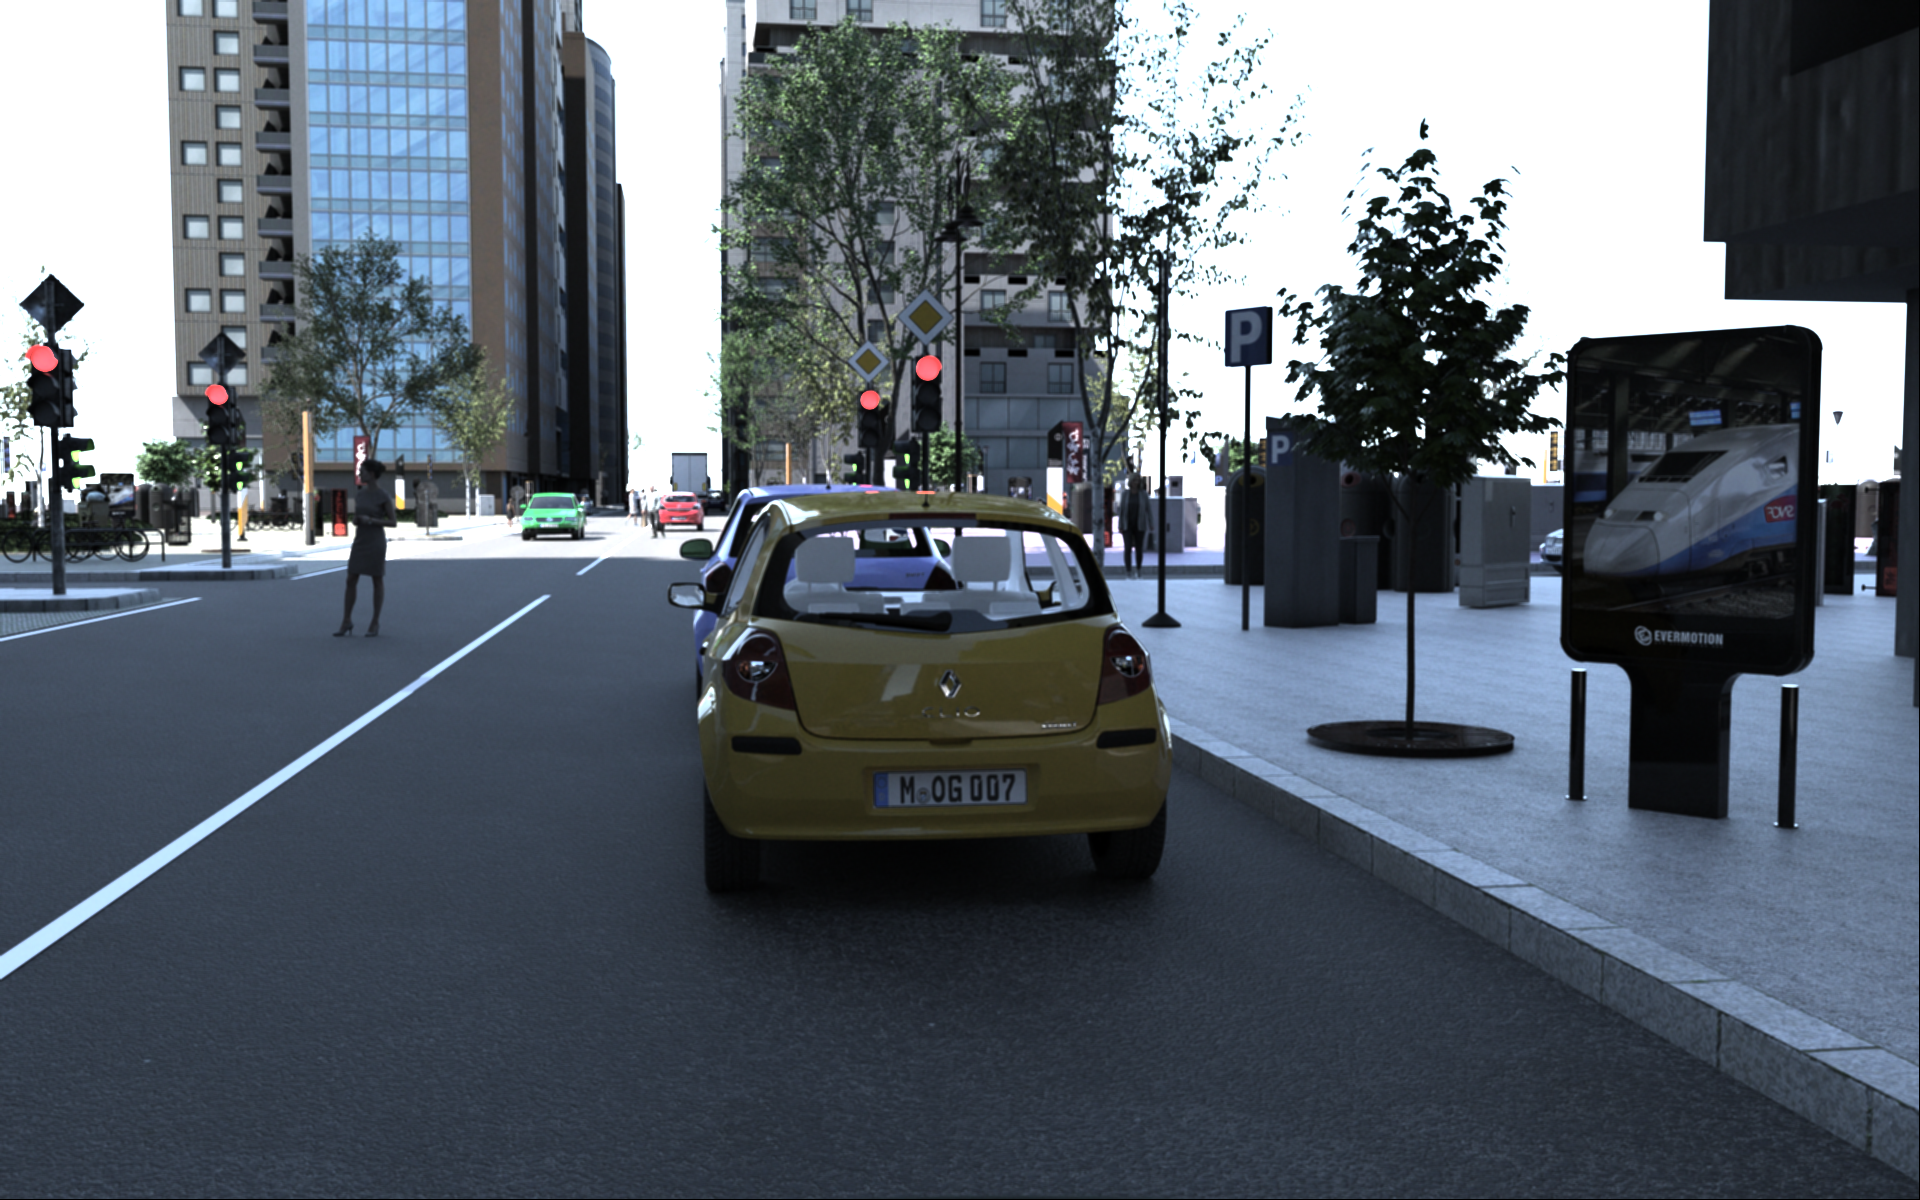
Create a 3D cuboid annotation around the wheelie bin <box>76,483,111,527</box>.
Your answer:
[{"bbox_3d":[-24.217,-2.478,48.418,0.980,1.594,0.693,2,4,28],"label":"wheelie bin"}]

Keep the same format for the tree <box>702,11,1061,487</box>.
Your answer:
[{"bbox_3d":[-1.613,-6.779,36.598,9.928,11.665,9.643,0,3,0],"label":"tree"}]

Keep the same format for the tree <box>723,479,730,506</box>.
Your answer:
[{"bbox_3d":[-25.134,-11.879,188.816,1.663,3.219,1.824,0,3,0],"label":"tree"}]

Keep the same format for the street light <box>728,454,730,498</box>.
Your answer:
[{"bbox_3d":[-26.214,-13.691,196.642,0.468,5.910,1.993,-1,4,-9],"label":"street light"}]

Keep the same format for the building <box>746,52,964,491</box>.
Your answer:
[{"bbox_3d":[-7.497,-21.178,117.969,14.160,30.474,14.107,-1,4,-9],"label":"building"}]

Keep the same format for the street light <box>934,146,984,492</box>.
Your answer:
[{"bbox_3d":[-0.022,-3.100,23.475,0.468,5.910,1.993,-1,4,-9],"label":"street light"}]

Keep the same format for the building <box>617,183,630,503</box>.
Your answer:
[{"bbox_3d":[-53.624,-36.165,241.401,14.600,45.320,14.200,-1,4,-9],"label":"building"}]

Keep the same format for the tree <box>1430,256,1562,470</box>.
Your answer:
[{"bbox_3d":[15.986,-6.268,52.848,4.360,8.622,3.978,0,3,0],"label":"tree"}]

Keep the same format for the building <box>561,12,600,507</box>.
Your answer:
[{"bbox_3d":[-42.045,-31.489,164.947,14.600,45.320,14.200,-1,4,-9],"label":"building"}]

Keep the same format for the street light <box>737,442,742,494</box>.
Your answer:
[{"bbox_3d":[-18.829,-10.711,147.910,0.468,5.910,1.993,-1,4,-9],"label":"street light"}]

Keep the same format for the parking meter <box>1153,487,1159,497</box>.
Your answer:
[{"bbox_3d":[6.221,-2.802,54.221,0.372,1.533,0.369,0,3,0],"label":"parking meter"}]

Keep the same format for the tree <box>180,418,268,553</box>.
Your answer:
[{"bbox_3d":[-16.197,-2.666,38.189,1.663,3.219,1.824,0,3,0],"label":"tree"}]

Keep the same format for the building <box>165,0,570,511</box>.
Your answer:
[{"bbox_3d":[-47.103,-33.843,142.576,28.713,52.752,27.495,-1,4,-9],"label":"building"}]

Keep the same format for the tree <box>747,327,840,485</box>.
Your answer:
[{"bbox_3d":[-6.934,-7.663,75.656,4.360,8.622,3.978,0,3,0],"label":"tree"}]

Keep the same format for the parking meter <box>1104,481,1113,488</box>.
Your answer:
[{"bbox_3d":[6.654,-4.421,77.999,0.399,1.863,0.255,3,5,43],"label":"parking meter"}]

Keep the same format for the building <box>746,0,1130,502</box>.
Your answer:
[{"bbox_3d":[-3.207,-33.621,138.936,28.713,52.752,27.495,-1,4,-9],"label":"building"}]

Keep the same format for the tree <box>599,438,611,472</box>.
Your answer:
[{"bbox_3d":[-38.200,-13.886,177.398,4.360,8.622,3.978,0,3,0],"label":"tree"}]

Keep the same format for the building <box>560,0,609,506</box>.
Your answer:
[{"bbox_3d":[-50.528,-46.254,194.507,20.563,71.187,20.611,-1,4,-9],"label":"building"}]

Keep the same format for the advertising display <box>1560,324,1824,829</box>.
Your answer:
[{"bbox_3d":[2.893,-0.105,6.925,0.123,1.923,0.974,-3,5,-44],"label":"advertising display"}]

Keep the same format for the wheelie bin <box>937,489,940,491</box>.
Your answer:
[{"bbox_3d":[-1.466,-5.958,105.327,0.980,1.594,0.693,-3,5,-41],"label":"wheelie bin"}]

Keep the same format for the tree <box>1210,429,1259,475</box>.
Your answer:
[{"bbox_3d":[14.079,-6.317,87.004,4.285,4.588,4.351,0,3,0],"label":"tree"}]

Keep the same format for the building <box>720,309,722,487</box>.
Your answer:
[{"bbox_3d":[-28.569,-29.738,257.910,14.160,30.474,14.107,-1,4,-9],"label":"building"}]

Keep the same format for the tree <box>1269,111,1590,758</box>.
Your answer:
[{"bbox_3d":[2.447,-0.871,8.843,1.663,3.219,1.824,0,3,0],"label":"tree"}]

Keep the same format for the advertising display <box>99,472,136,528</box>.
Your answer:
[{"bbox_3d":[-25.062,-2.833,51.532,0.123,1.923,0.974,3,5,45],"label":"advertising display"}]

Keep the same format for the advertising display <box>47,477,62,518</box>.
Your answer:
[{"bbox_3d":[-34.427,-3.713,65.914,0.123,1.923,0.974,0,4,-4],"label":"advertising display"}]

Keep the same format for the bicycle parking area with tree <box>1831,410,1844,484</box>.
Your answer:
[{"bbox_3d":[27.674,-4.382,58.648,8.231,4.147,9.016,-1,4,-9],"label":"bicycle parking area with tree"}]

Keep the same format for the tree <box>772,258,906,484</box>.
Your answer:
[{"bbox_3d":[-3.910,-6.374,54.585,4.737,8.622,4.395,0,3,0],"label":"tree"}]

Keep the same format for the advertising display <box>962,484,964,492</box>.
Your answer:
[{"bbox_3d":[-0.229,-5.542,95.827,0.974,1.923,0.123,-2,4,-27],"label":"advertising display"}]

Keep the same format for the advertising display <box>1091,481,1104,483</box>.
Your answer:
[{"bbox_3d":[6.517,-4.629,80.895,0.974,1.923,0.123,3,5,41],"label":"advertising display"}]

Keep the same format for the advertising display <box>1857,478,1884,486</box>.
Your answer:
[{"bbox_3d":[36.819,-3.970,70.119,0.974,1.923,0.123,1,4,13],"label":"advertising display"}]

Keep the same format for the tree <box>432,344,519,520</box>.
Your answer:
[{"bbox_3d":[-23.770,-8.198,84.394,4.737,8.622,4.395,0,3,0],"label":"tree"}]

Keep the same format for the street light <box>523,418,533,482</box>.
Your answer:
[{"bbox_3d":[-26.434,-8.150,106.045,0.468,5.910,1.993,-1,4,-9],"label":"street light"}]

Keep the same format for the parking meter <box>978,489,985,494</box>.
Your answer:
[{"bbox_3d":[0.946,-4.373,79.904,0.372,1.533,0.369,0,3,0],"label":"parking meter"}]

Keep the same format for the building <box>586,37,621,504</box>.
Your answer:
[{"bbox_3d":[-54.548,-41.415,219.141,21.231,58.520,28.212,-1,4,-9],"label":"building"}]

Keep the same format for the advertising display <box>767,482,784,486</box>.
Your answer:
[{"bbox_3d":[-9.932,-5.385,93.263,0.974,1.923,0.123,-2,4,-23],"label":"advertising display"}]

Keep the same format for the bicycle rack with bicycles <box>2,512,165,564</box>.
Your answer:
[{"bbox_3d":[-16.661,-1.203,33.053,2.925,0.926,2.852,-3,5,-43],"label":"bicycle rack with bicycles"}]

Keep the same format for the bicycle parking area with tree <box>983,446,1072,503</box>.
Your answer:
[{"bbox_3d":[4.166,-7.179,104.384,8.231,4.147,9.016,0,4,6],"label":"bicycle parking area with tree"}]

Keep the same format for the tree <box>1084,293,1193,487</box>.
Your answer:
[{"bbox_3d":[6.357,-6.828,62.008,4.737,8.622,4.395,0,3,0],"label":"tree"}]

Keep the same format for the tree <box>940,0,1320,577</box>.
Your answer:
[{"bbox_3d":[1.668,-4.242,19.722,4.360,8.622,3.978,0,3,0],"label":"tree"}]

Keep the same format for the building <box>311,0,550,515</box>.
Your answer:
[{"bbox_3d":[-36.618,-28.944,123.342,14.600,45.320,14.200,-1,4,-9],"label":"building"}]

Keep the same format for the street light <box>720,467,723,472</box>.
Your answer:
[{"bbox_3d":[-31.335,-15.739,230.112,0.468,5.910,1.993,-1,4,-9],"label":"street light"}]

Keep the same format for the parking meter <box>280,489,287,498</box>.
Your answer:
[{"bbox_3d":[-37.516,-5.360,96.040,0.372,1.533,0.369,0,3,0],"label":"parking meter"}]

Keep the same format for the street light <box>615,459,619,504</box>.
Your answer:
[{"bbox_3d":[-43.875,-15.199,221.288,0.468,5.910,1.993,-1,4,-9],"label":"street light"}]

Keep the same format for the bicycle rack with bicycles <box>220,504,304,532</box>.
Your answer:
[{"bbox_3d":[-24.257,-2.878,60.442,2.925,0.926,2.852,-2,4,-29],"label":"bicycle rack with bicycles"}]

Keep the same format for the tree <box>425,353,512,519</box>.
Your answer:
[{"bbox_3d":[-25.353,-8.547,90.106,4.360,8.622,3.978,0,3,0],"label":"tree"}]

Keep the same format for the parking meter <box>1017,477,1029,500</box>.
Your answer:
[{"bbox_3d":[2.153,-3.277,59.293,0.399,1.863,0.255,1,4,22],"label":"parking meter"}]

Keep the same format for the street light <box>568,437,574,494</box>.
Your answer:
[{"bbox_3d":[-31.470,-10.230,140.052,0.468,5.910,1.993,-1,4,-9],"label":"street light"}]

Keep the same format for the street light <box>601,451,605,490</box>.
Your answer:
[{"bbox_3d":[-38.743,-13.152,187.819,0.468,5.910,1.993,-1,4,-9],"label":"street light"}]

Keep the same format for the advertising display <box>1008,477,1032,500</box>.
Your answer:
[{"bbox_3d":[2.326,-3.785,67.106,0.974,1.923,0.123,-2,4,-27],"label":"advertising display"}]

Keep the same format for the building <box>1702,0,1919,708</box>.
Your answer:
[{"bbox_3d":[11.459,-14.417,7.426,14.160,30.474,14.107,-1,4,-9],"label":"building"}]

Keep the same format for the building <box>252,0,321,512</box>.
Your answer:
[{"bbox_3d":[-35.241,-28.080,109.215,14.600,45.320,14.200,-1,4,-9],"label":"building"}]

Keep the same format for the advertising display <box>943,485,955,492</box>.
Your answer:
[{"bbox_3d":[-0.554,-5.459,94.464,0.123,1.923,0.974,-3,5,-41],"label":"advertising display"}]

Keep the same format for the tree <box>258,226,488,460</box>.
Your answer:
[{"bbox_3d":[-20.124,-7.665,59.742,8.767,10.594,7.601,0,4,5],"label":"tree"}]

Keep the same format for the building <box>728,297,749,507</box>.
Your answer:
[{"bbox_3d":[-8.334,-19.790,168.610,27.650,21.520,28.899,-1,4,-9],"label":"building"}]

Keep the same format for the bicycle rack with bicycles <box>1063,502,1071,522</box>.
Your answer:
[{"bbox_3d":[4.788,-3.934,77.704,2.925,0.926,2.852,0,4,-7],"label":"bicycle rack with bicycles"}]

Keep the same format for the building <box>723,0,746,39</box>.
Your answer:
[{"bbox_3d":[-17.588,-40.760,208.416,21.231,58.520,28.212,-1,4,-9],"label":"building"}]

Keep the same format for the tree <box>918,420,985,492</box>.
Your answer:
[{"bbox_3d":[-0.589,-5.593,75.157,4.285,4.588,4.351,0,3,0],"label":"tree"}]
